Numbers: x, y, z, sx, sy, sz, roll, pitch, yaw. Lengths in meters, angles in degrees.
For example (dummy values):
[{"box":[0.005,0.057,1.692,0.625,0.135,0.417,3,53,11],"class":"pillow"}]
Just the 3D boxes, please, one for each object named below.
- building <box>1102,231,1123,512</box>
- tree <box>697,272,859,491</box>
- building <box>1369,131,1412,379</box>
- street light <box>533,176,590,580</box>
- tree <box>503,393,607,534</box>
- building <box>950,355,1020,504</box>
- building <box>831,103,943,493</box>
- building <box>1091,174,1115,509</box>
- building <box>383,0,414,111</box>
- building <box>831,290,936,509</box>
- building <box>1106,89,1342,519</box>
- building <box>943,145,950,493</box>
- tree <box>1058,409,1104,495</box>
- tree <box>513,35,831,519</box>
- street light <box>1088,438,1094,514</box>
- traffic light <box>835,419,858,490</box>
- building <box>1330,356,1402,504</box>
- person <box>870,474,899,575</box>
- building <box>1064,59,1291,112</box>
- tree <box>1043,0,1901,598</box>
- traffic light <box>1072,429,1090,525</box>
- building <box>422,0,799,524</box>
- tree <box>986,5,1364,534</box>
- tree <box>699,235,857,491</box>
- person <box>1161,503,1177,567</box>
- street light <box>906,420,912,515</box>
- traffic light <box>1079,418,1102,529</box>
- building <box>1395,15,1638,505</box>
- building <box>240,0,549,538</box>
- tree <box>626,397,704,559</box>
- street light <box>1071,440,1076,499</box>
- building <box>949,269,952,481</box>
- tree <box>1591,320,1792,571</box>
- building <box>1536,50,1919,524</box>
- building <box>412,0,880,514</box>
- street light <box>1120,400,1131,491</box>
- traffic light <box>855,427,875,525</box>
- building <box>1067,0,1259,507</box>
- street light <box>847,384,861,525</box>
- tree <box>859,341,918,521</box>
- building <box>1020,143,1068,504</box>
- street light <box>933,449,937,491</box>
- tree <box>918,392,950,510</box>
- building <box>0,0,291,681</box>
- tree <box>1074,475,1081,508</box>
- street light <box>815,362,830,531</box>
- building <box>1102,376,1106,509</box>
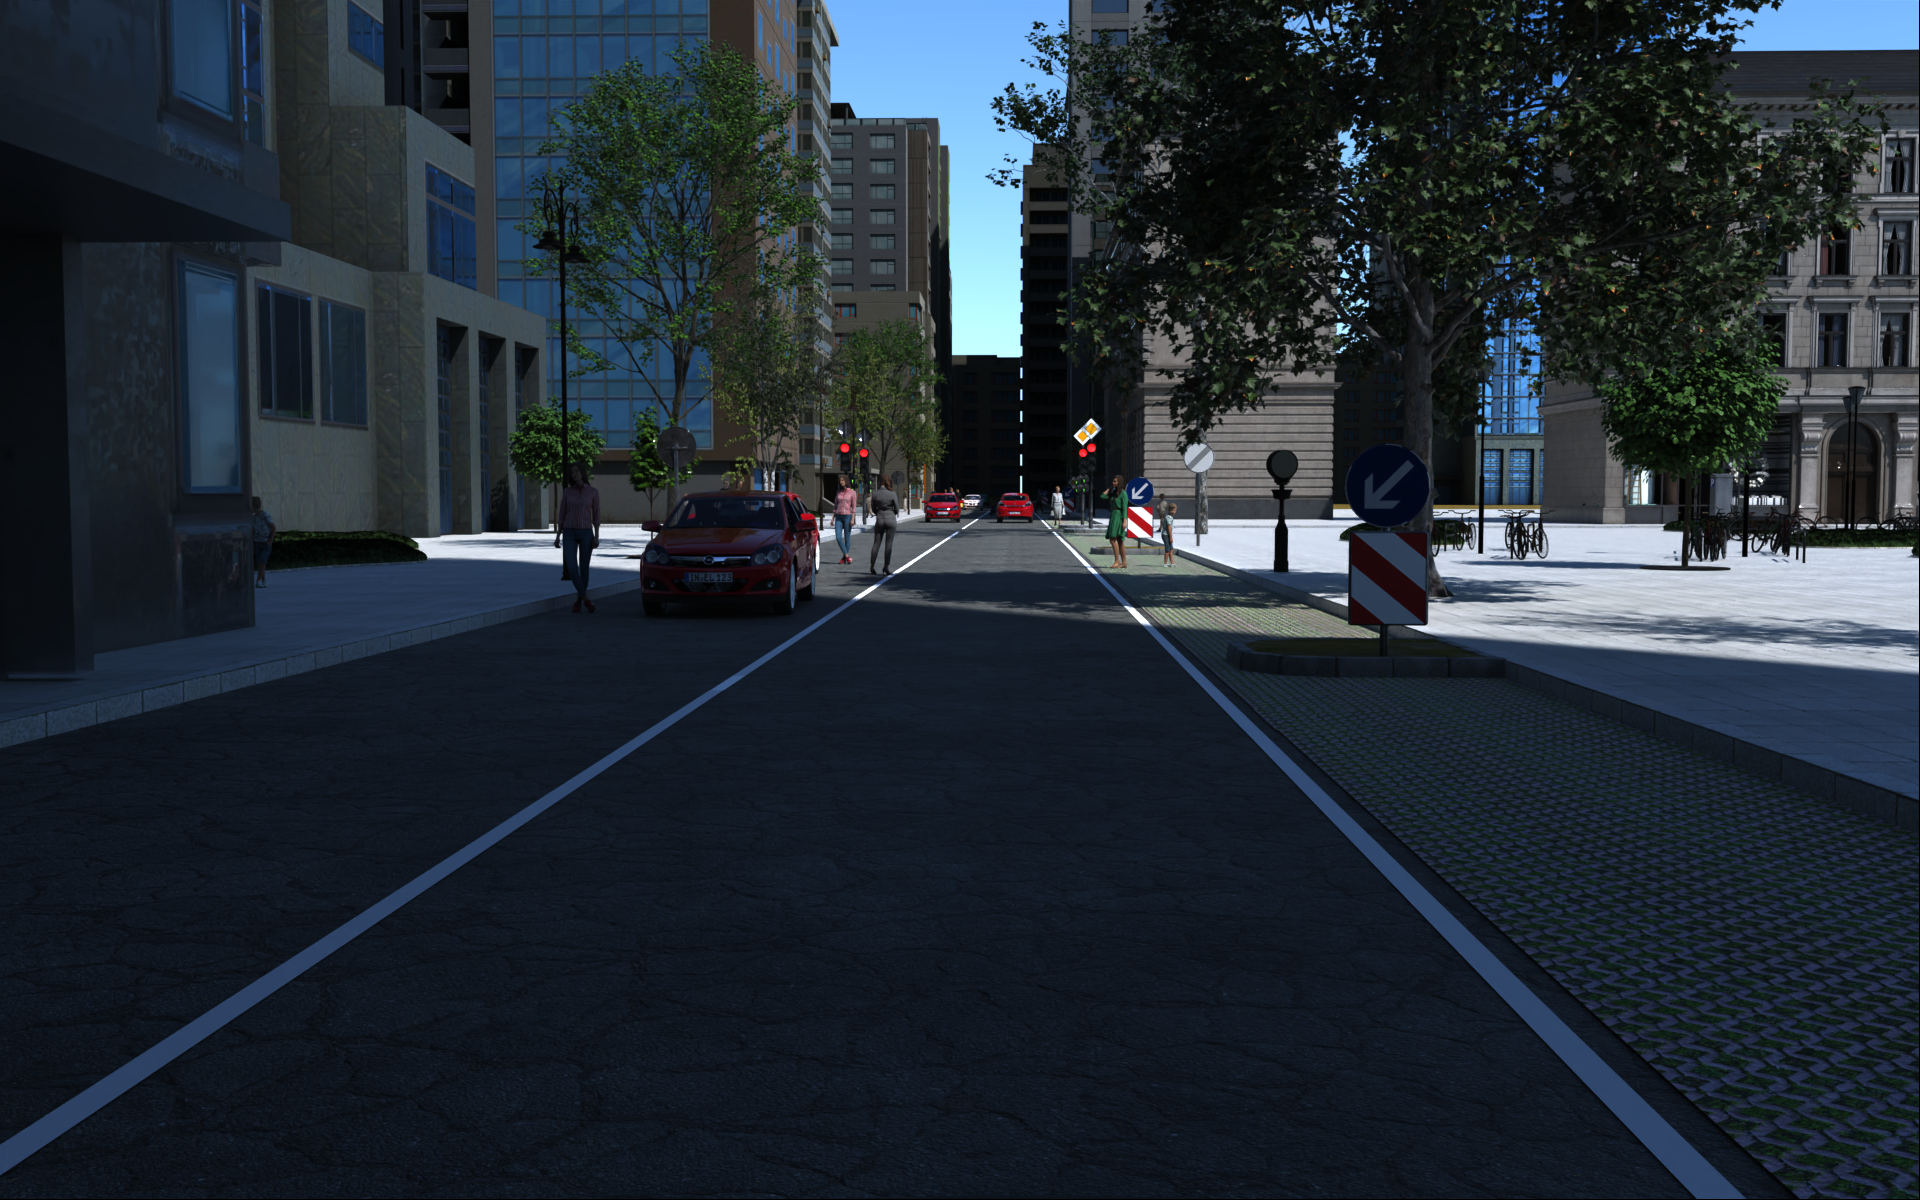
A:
[{"box":[15.615,-17.148,116.524,11.583,22.565,21.152,0,4,2],"class":"building"},{"box":[-6.270,-6.495,56.555,4.737,8.622,4.395,0,3,0],"class":"tree"},{"box":[73.069,-39.990,243.072,27.495,52.752,28.713,0,4,2],"class":"building"},{"box":[-5.858,-3.232,25.624,0.468,5.910,1.993,0,4,2],"class":"street light"},{"box":[-13.227,-4.458,56.598,4.285,4.588,4.351,0,3,0],"class":"tree"},{"box":[-5.918,-24.528,246.069,28.899,21.520,27.650,0,4,2],"class":"building"},{"box":[-9.400,-30.556,183.185,14.154,41.232,14.086,0,4,2],"class":"building"},{"box":[19.007,-23.664,158.603,14.160,30.474,14.107,0,4,2],"class":"building"},{"box":[-35.036,-19.011,82.536,14.107,30.474,14.160,0,4,2],"class":"building"},{"box":[-16.782,-19.420,162.560,27.650,21.520,28.899,0,4,2],"class":"building"},{"box":[14.338,-16.339,96.019,11.050,23.489,19.941,0,4,2],"class":"building"},{"box":[-8.456,-31.438,197.600,14.154,41.232,14.086,0,4,2],"class":"building"},{"box":[10.419,-12.214,150.067,4.737,8.622,4.395,0,3,0],"class":"tree"},{"box":[-6.525,-6.974,39.780,9.928,11.665,9.643,0,3,0],"class":"tree"},{"box":[8.309,-8.454,111.012,0.468,5.910,1.993,0,4,2],"class":"street light"},{"box":[-4.227,-4.615,64.369,0.839,4.253,0.868,0,4,2],"class":"traffic light"},{"box":[44.874,-24.432,244.505,28.899,21.520,27.650,0,4,2],"class":"building"},{"box":[-1.336,-1.342,30.716,0.520,1.790,0.573,0,4,-3],"class":"person"},{"box":[27.103,-37.772,206.813,28.713,52.752,27.495,0,4,2],"class":"building"},{"box":[5.833,-6.391,21.505,9.611,12.733,9.660,0,3,0],"class":"tree"},{"box":[5.087,-5.086,72.076,0.839,4.253,0.868,0,4,2],"class":"traffic light"},{"box":[-15.228,-26.247,79.246,14.600,45.320,14.200,0,4,2],"class":"building"},{"box":[6.575,-12.109,53.874,12.611,20.169,13.585,0,3,0],"class":"tree"},{"box":[-5.340,-6.066,49.538,4.360,8.622,3.978,0,3,0],"class":"tree"},{"box":[4.102,-1.266,33.891,0.352,1.250,0.332,3,5,40],"class":"person"},{"box":[-3.217,-8.290,108.335,0.468,5.910,1.993,0,4,2],"class":"street light"},{"box":[4.830,-4.598,64.095,0.839,4.253,0.868,0,4,2],"class":"traffic light"},{"box":[70.329,-54.731,207.521,31.000,86.520,22.319,0,4,2],"class":"building"},{"box":[-30.925,-45.111,50.233,31.000,86.520,22.319,0,4,2],"class":"building"},{"box":[-6.198,-2.442,34.521,1.663,3.219,1.824,0,3,0],"class":"tree"},{"box":[9.597,-10.612,146.290,0.468,5.910,1.993,0,4,2],"class":"street light"},{"box":[-8.006,-27.157,215.719,14.107,30.474,14.160,0,4,2],"class":"building"},{"box":[12.323,-2.797,29.444,4.285,4.588,4.351,0,3,0],"class":"tree"},{"box":[28.738,-13.836,77.121,40.483,20.767,10.553,0,4,2],"class":"building"},{"box":[-21.847,-26.215,120.501,32.217,40.220,23.993,0,4,2],"class":"building"},{"box":[7.235,-6.316,76.055,0.468,5.910,1.993,0,4,2],"class":"street light"},{"box":[-3.970,-5.103,72.350,0.839,4.253,0.868,0,4,2],"class":"traffic light"},{"box":[21.650,-38.950,178.837,21.231,58.520,28.212,0,4,2],"class":"building"},{"box":[-4.450,-6.105,72.610,0.468,5.910,1.993,0,4,2],"class":"street light"},{"box":[-4.828,-8.079,82.457,4.737,8.622,4.395,0,3,0],"class":"tree"},{"box":[19.237,-37.811,241.904,21.600,48.544,21.300,0,4,2],"class":"building"},{"box":[-2.116,-10.428,143.284,0.468,5.910,1.993,0,4,2],"class":"street light"},{"box":[-3.323,-10.540,122.684,4.737,8.622,4.395,0,3,0],"class":"tree"},{"box":[-16.779,-23.431,2.713,23.786,49.044,30.456,0,4,2],"class":"building"},{"box":[10.660,-10.064,159.141,1.663,3.219,1.824,0,3,0],"class":"tree"},{"box":[-4.882,-5.386,60.846,0.468,5.910,1.993,0,4,2],"class":"street light"},{"box":[16.760,-18.848,137.037,11.050,23.489,19.941,0,4,2],"class":"building"}]
